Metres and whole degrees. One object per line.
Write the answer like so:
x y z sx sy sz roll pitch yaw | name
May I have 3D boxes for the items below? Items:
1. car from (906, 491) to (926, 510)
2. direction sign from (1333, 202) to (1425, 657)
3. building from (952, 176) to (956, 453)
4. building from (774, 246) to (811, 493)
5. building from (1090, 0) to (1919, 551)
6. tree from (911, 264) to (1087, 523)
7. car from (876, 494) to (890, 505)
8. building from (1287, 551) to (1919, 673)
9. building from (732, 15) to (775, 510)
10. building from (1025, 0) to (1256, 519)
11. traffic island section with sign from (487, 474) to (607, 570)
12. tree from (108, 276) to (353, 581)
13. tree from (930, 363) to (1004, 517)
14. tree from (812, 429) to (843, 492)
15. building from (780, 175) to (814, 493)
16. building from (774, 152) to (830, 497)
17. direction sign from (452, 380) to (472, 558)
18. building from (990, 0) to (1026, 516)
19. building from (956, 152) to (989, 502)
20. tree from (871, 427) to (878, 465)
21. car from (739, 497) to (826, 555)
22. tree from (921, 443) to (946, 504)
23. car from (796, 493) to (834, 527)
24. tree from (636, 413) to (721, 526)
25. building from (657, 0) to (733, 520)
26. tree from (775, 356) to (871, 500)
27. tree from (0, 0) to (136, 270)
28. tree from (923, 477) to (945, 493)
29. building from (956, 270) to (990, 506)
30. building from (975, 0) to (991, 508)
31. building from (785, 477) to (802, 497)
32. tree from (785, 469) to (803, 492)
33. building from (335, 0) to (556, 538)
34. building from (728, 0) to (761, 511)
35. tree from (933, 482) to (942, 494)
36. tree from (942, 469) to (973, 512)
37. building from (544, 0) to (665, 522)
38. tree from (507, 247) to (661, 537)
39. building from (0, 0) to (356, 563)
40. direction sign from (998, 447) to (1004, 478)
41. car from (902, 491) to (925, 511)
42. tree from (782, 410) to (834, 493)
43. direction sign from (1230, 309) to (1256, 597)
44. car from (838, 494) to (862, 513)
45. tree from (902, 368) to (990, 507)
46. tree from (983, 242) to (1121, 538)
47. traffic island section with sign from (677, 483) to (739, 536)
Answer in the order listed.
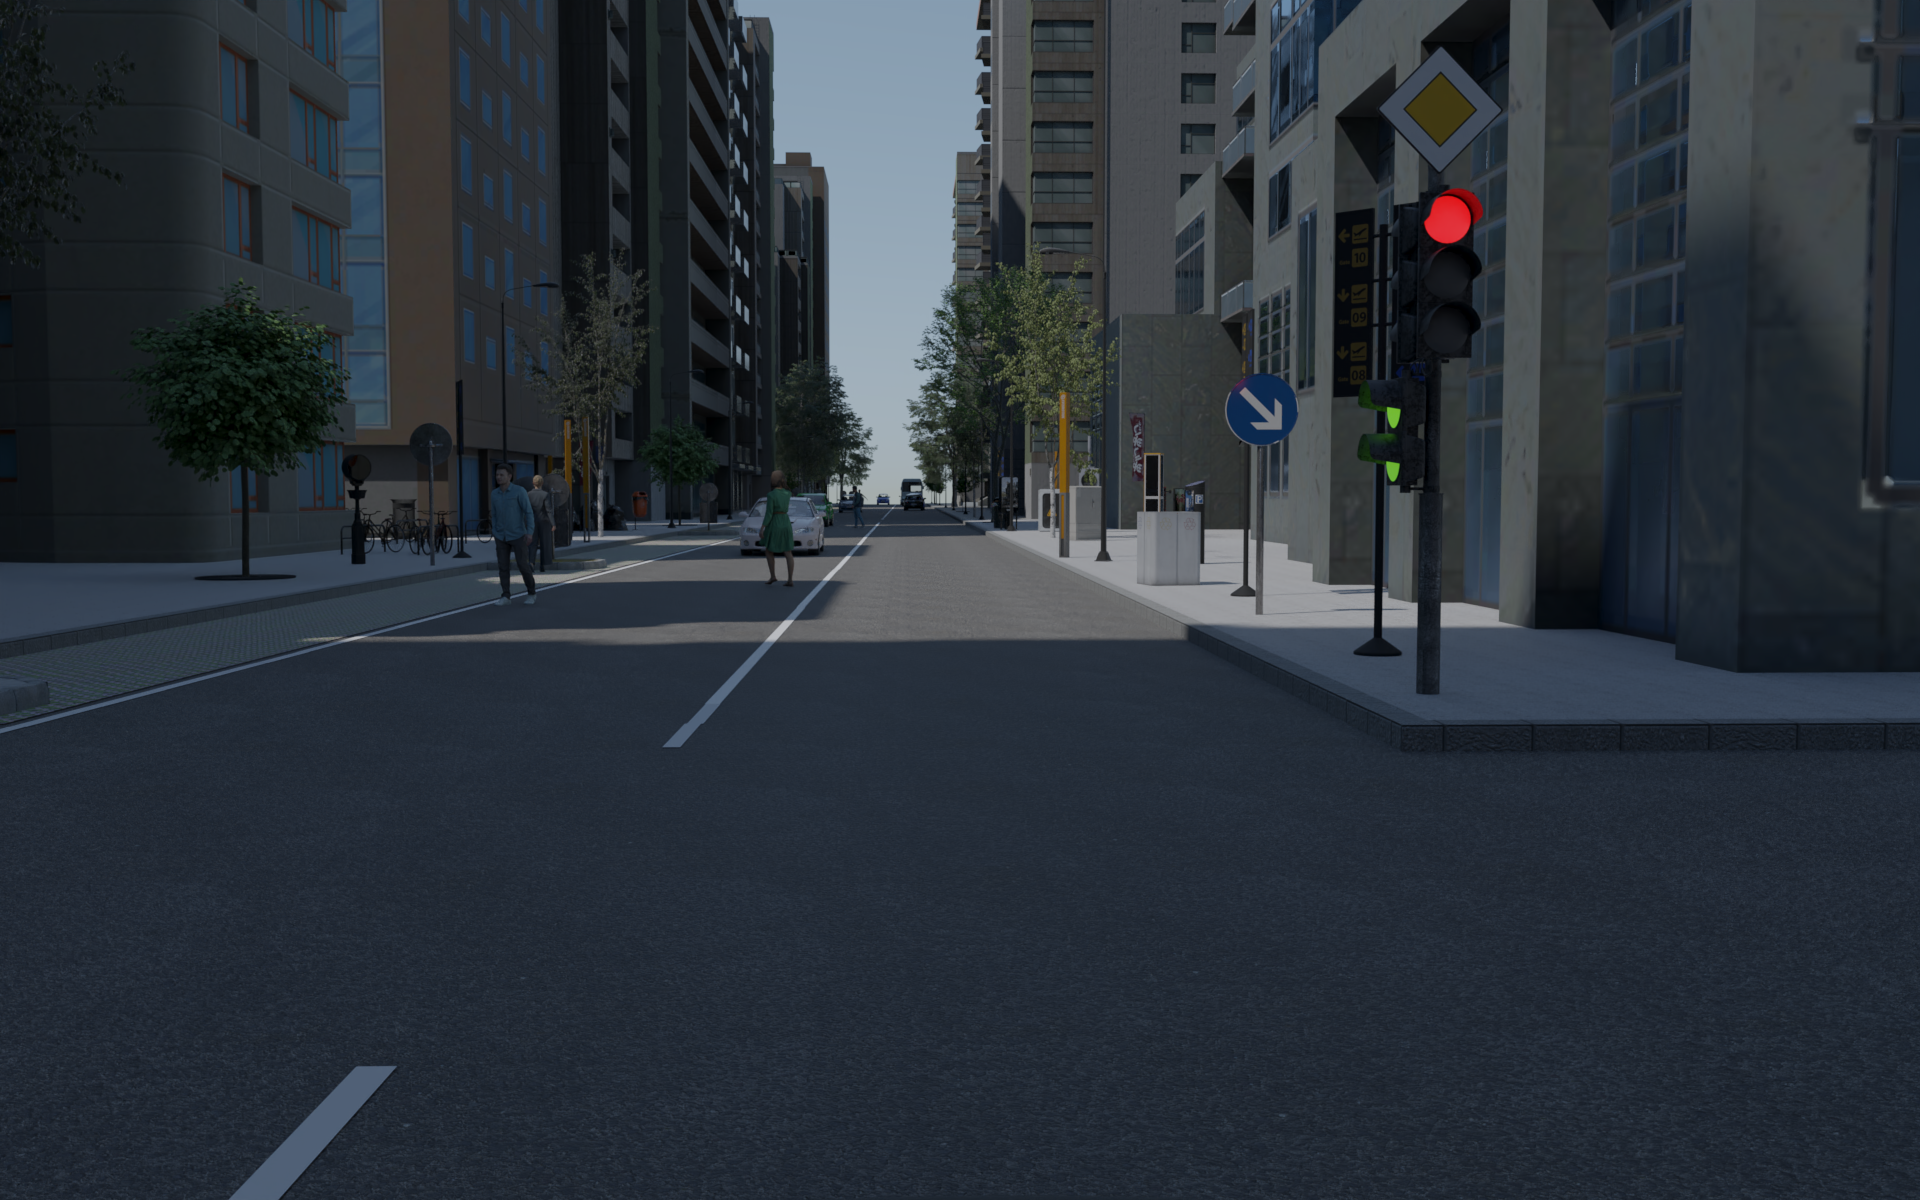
-3.963 -8.843 154.171 1.945 1.707 3.694 0 4 -2 | car
3.337 -1.329 13.734 0.379 3.537 0.876 -3 5 -45 | direction sign
10.089 -35.268 231.257 22.147 44.769 28.867 0 4 -2 | building
-24.904 -26.348 202.489 14.160 30.474 14.107 0 4 -2 | building
17.083 -45.402 54.987 22.319 86.520 31.000 0 4 -2 | building
1.760 -9.267 77.266 9.928 11.665 9.643 0 3 0 | tree
-10.260 -13.578 231.592 1.945 1.707 3.694 0 4 -1 | car
20.715 -43.347 21.397 31.000 86.520 22.319 0 4 -2 | building
-22.906 -28.158 143.985 14.154 41.232 14.086 0 4 -2 | building
10.461 -19.777 95.049 14.160 30.474 14.107 0 4 -2 | building
-7.862 -1.504 33.218 1.989 1.847 2.006 0 4 -2 | traffic island section with sign
-10.934 -2.596 26.165 4.285 4.588 4.351 0 3 0 | tree
0.587 -8.918 96.171 4.360 8.622 3.978 0 3 0 | tree
-14.802 -14.417 186.073 4.737 8.622 4.395 0 3 0 | tree
-25.703 -32.576 216.212 14.154 41.232 14.086 0 4 -2 | building
-24.594 -35.506 230.639 14.600 45.320 14.200 0 4 -2 | building
-10.013 -2.614 34.728 0.379 3.537 0.876 -1 4 -23 | direction sign
12.528 -35.070 115.388 21.231 58.520 28.212 0 4 -2 | building
6.450 -32.180 209.735 14.154 41.232 14.086 0 4 -2 | building
-16.674 -20.719 245.406 9.857 13.997 8.962 0 3 0 | tree
-4.272 -1.814 42.018 2.083 1.381 4.827 0 4 -2 | car
-3.342 -16.970 227.822 4.737 8.622 4.395 0 3 0 | tree
-6.609 -4.168 76.939 1.959 1.807 4.718 0 4 0 | car
-11.493 -5.316 70.624 4.285 4.588 4.351 0 3 0 | tree
-24.467 -28.855 95.481 21.300 48.544 21.600 0 4 -2 | building
-14.619 -15.540 160.740 9.857 13.997 8.962 0 3 0 | tree
-10.161 -4.088 17.199 4.360 8.622 3.978 0 3 0 | tree
-3.595 -15.549 237.936 4.285 4.588 4.351 0 3 0 | tree
15.744 -30.499 190.546 32.217 40.220 23.993 0 4 -2 | building
12.521 -30.006 145.229 22.147 44.769 28.867 0 4 -2 | building
-33.149 -30.032 182.910 32.217 40.220 23.993 0 4 -2 | building
-13.266 -8.545 134.315 1.663 3.219 1.824 0 3 0 | tree
-21.620 -24.795 55.509 14.600 45.320 14.200 0 4 -2 | building
-26.752 -30.690 121.386 23.786 49.044 30.456 0 4 -2 | building
-2.489 -12.777 203.503 1.663 3.219 1.824 0 3 0 | tree
0.106 -7.927 124.204 1.663 3.219 1.824 0 3 0 | tree
-21.442 -18.739 78.091 14.160 30.474 14.107 0 4 -2 | building
-10.902 -6.180 51.406 4.360 8.622 3.978 0 3 0 | tree
-27.660 -11.047 25.653 27.650 21.520 28.899 0 4 -2 | building
1.956 -5.617 83.829 0.379 3.537 0.876 -1 4 -21 | direction sign
-4.021 -8.552 149.606 2.009 1.686 4.222 0 4 -2 | car
-13.359 -12.333 152.011 4.360 8.622 3.978 0 3 0 | tree
3.589 -1.815 21.666 0.379 3.537 0.876 0 4 1 | direction sign
-8.466 -7.456 133.904 2.014 1.417 4.499 0 4 -2 | car
-0.660 -16.208 171.648 9.857 13.997 8.962 0 3 0 | tree
2.715 -6.114 50.327 4.737 8.622 4.395 0 3 0 | tree
-8.712 -3.152 60.159 1.989 1.847 2.006 0 4 -2 | traffic island section with sign
